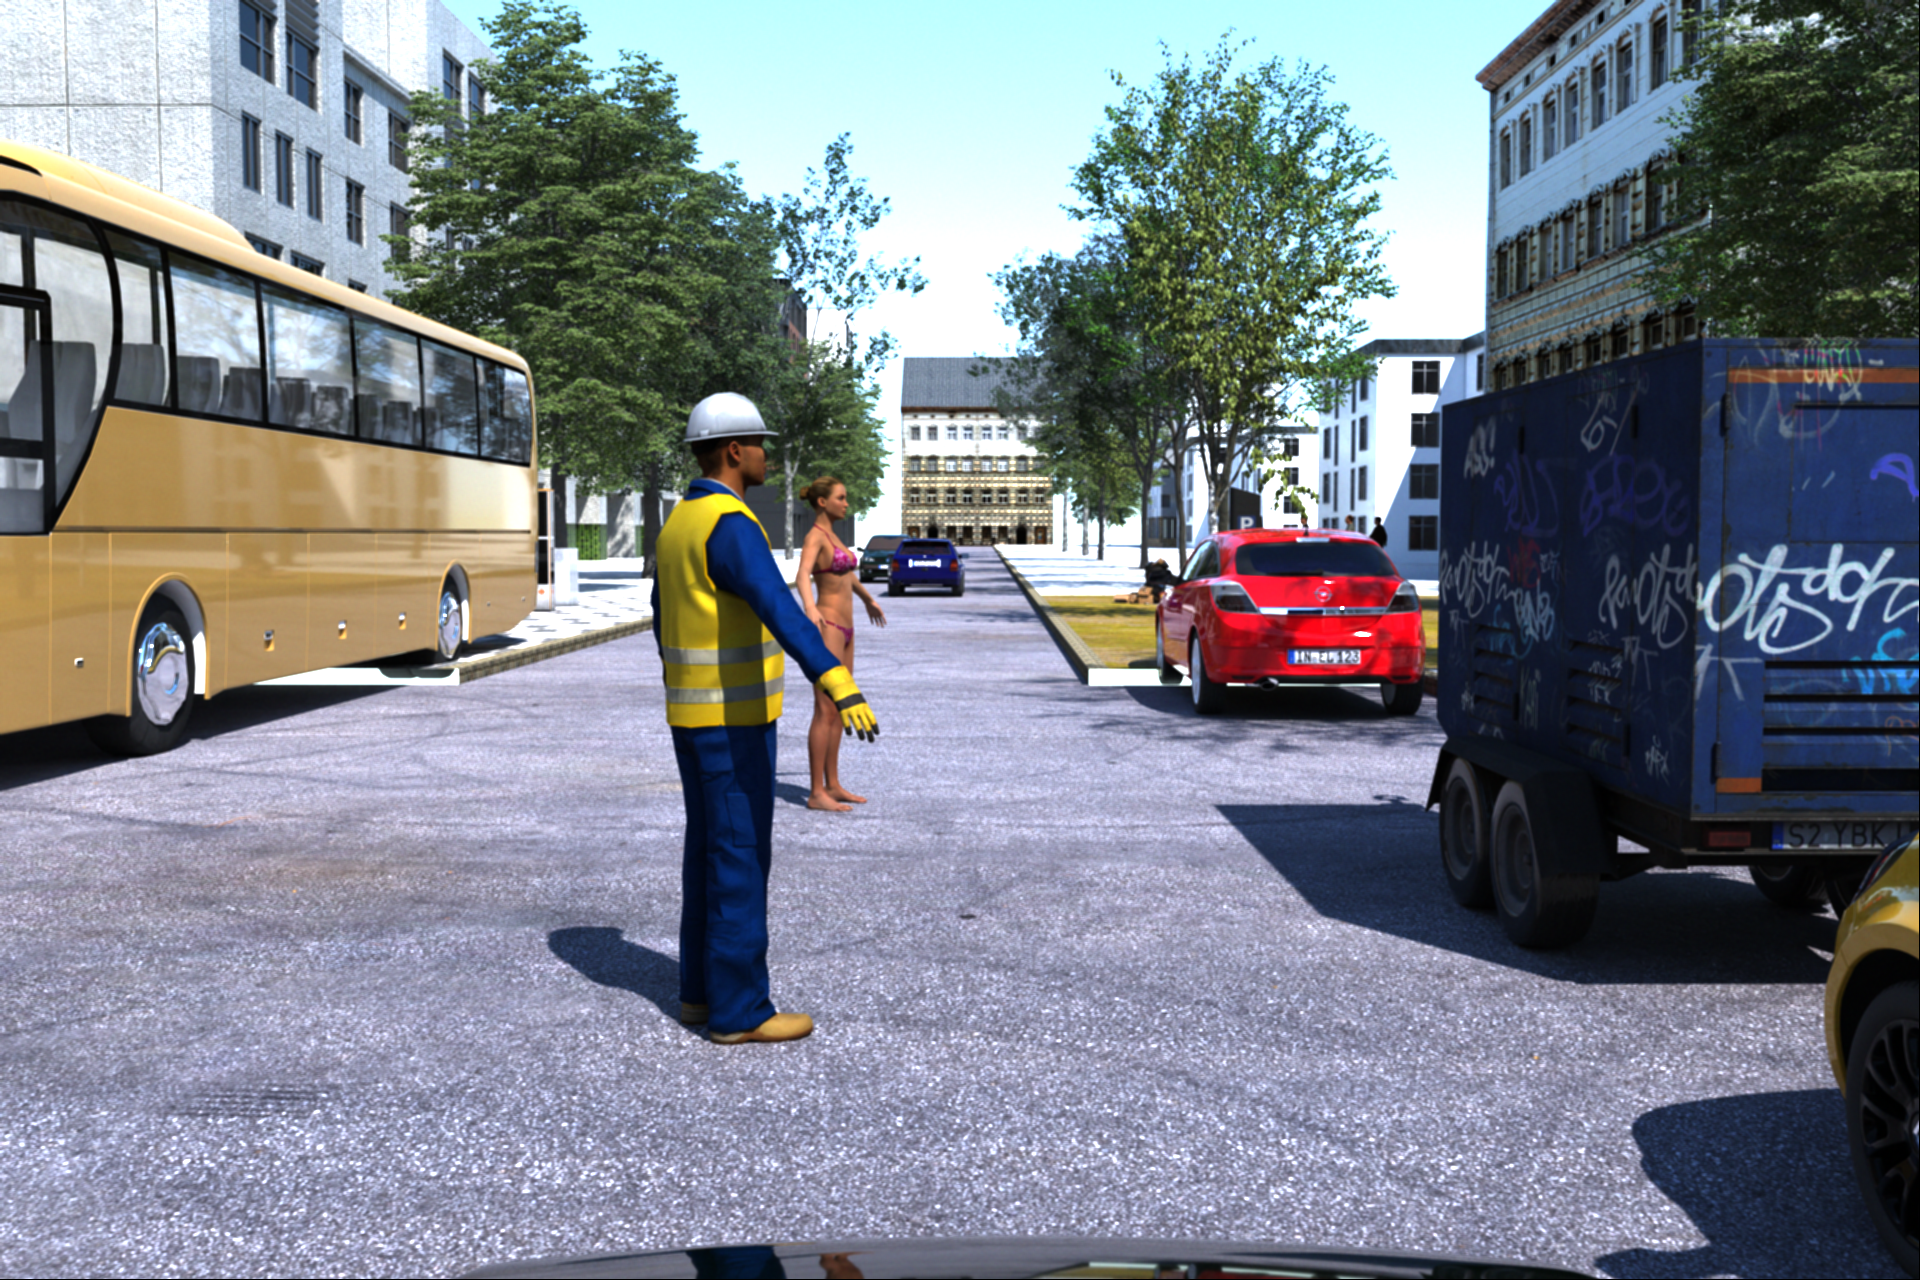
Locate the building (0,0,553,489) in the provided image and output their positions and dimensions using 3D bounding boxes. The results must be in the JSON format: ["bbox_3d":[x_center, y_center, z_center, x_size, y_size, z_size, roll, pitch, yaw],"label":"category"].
[{"bbox_3d":[-25.572,-11.623,56.497,16.747,18.905,31.486,0,4,1],"label":"building"}]

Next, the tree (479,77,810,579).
[{"bbox_3d":[-8.714,-8.716,49.156,9.857,13.997,8.962,0,3,0],"label":"tree"}]

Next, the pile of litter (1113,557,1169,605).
[{"bbox_3d":[3.433,-1.118,32.237,1.176,0.858,1.719,0,4,1],"label":"pile of litter"}]

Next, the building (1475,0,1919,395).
[{"bbox_3d":[26.615,-13.293,48.266,19.493,23.208,18.063,0,4,1],"label":"building"}]

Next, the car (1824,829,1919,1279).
[{"bbox_3d":[2.634,0.498,2.088,2.015,1.641,3.980,0,4,1],"label":"car"}]

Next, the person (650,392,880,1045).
[{"bbox_3d":[-0.642,0.210,4.989,0.705,1.833,1.349,-2,4,-30],"label":"person"}]

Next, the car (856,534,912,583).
[{"bbox_3d":[-2.085,-2.596,52.230,2.009,1.686,4.222,0,4,0],"label":"car"}]

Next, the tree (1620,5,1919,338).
[{"bbox_3d":[17.258,-6.675,34.890,9.928,11.665,9.643,0,3,0],"label":"tree"}]

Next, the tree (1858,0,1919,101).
[{"bbox_3d":[8.424,-6.061,9.460,12.009,13.543,11.850,0,3,0],"label":"tree"}]

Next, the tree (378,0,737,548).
[{"bbox_3d":[-8.778,-7.310,37.650,7.486,12.596,7.792,0,3,0],"label":"tree"}]

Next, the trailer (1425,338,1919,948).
[{"bbox_3d":[2.622,0.002,7.024,1.471,1.999,3.904,0,4,0],"label":"trailer"}]

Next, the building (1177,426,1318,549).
[{"bbox_3d":[24.551,-12.614,148.388,9.099,9.664,28.070,0,4,1],"label":"building"}]

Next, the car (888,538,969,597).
[{"bbox_3d":[-0.765,-1.735,40.942,1.945,1.354,3.894,0,4,1],"label":"car"}]

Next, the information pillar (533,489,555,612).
[{"bbox_3d":[-6.857,-1.468,28.500,0.304,2.012,0.304,0,4,2],"label":"information pillar"}]

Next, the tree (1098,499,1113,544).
[{"bbox_3d":[18.753,-16.114,213.819,4.360,8.622,3.978,0,3,0],"label":"tree"}]

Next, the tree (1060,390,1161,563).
[{"bbox_3d":[6.610,-7.698,76.226,4.737,8.622,4.395,0,3,0],"label":"tree"}]

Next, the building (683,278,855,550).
[{"bbox_3d":[-24.283,-19.002,154.661,27.936,21.610,32.646,0,3,0],"label":"building"}]

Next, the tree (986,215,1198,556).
[{"bbox_3d":[8.179,-14.947,100.279,12.611,20.169,13.585,0,3,0],"label":"tree"}]

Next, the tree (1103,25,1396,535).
[{"bbox_3d":[3.914,-4.604,25.637,4.737,8.622,4.395,0,3,0],"label":"tree"}]

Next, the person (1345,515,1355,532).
[{"bbox_3d":[10.554,-2.495,47.069,0.705,1.796,1.348,2,4,24],"label":"person"}]

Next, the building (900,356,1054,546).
[{"bbox_3d":[2.100,-23.225,213.110,18.063,23.208,19.493,0,4,0],"label":"building"}]

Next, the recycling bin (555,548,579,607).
[{"bbox_3d":[-7.257,-1.125,30.950,0.722,1.027,0.722,0,4,2],"label":"recycling bin"}]

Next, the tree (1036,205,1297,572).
[{"bbox_3d":[6.122,-7.027,49.307,7.601,10.594,8.767,2,4,25],"label":"tree"}]

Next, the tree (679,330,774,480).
[{"bbox_3d":[-9.346,-6.815,61.794,4.360,8.622,3.978,0,3,0],"label":"tree"}]

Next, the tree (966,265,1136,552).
[{"bbox_3d":[6.823,-16.283,122.108,12.611,20.169,13.585,0,3,0],"label":"tree"}]

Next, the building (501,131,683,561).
[{"bbox_3d":[-25.745,-13.806,92.179,16.747,18.905,31.486,0,4,0],"label":"building"}]

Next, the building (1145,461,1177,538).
[{"bbox_3d":[25.615,-20.582,192.943,16.016,20.090,11.380,0,4,1],"label":"building"}]

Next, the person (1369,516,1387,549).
[{"bbox_3d":[12.520,-2.806,52.008,0.704,1.812,1.346,3,5,41],"label":"person"}]

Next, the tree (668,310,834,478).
[{"bbox_3d":[-8.707,-8.266,69.567,8.767,10.594,7.601,1,4,19],"label":"tree"}]

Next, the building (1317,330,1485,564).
[{"bbox_3d":[22.387,-8.102,74.609,9.099,9.664,28.070,0,4,1],"label":"building"}]

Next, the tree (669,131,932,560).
[{"bbox_3d":[-7.771,-13.871,82.679,12.611,20.169,13.585,0,3,0],"label":"tree"}]

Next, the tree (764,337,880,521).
[{"bbox_3d":[-8.318,-11.167,100.715,7.486,12.596,7.792,0,3,0],"label":"tree"}]

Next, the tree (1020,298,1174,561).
[{"bbox_3d":[6.594,-10.148,84.050,7.486,12.596,7.792,0,3,0],"label":"tree"}]

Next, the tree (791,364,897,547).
[{"bbox_3d":[-7.937,-12.080,115.630,7.486,12.596,7.792,0,3,0],"label":"tree"}]

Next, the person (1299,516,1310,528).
[{"bbox_3d":[9.467,-2.561,47.810,0.705,1.837,1.347,-1,4,-9],"label":"person"}]

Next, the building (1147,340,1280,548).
[{"bbox_3d":[24.159,-19.541,175.920,16.016,20.090,11.380,0,4,1],"label":"building"}]

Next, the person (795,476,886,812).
[{"bbox_3d":[-0.607,0.011,9.075,0.721,1.733,1.217,1,4,13],"label":"person"}]

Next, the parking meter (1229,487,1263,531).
[{"bbox_3d":[3.574,-0.975,21.657,0.399,1.863,0.255,0,4,1],"label":"parking meter"}]

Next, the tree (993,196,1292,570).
[{"bbox_3d":[6.705,-9.307,62.532,12.009,13.543,11.850,0,3,0],"label":"tree"}]

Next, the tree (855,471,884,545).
[{"bbox_3d":[-13.164,-17.339,209.255,9.928,11.665,9.643,0,3,0],"label":"tree"}]

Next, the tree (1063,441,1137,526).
[{"bbox_3d":[17.052,-18.353,206.729,9.857,13.997,8.962,0,3,0],"label":"tree"}]

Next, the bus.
[{"bbox_3d":[-6.319,-1.400,14.441,2.896,3.916,12.252,0,4,1],"label":"bus"}]

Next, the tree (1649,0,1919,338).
[{"bbox_3d":[13.604,-6.498,24.370,7.486,12.596,7.792,0,3,0],"label":"tree"}]

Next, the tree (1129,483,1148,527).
[{"bbox_3d":[23.291,-16.116,213.852,4.360,8.622,3.978,0,3,0],"label":"tree"}]

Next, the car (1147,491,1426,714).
[{"bbox_3d":[2.775,-0.380,15.256,2.155,1.783,4.494,0,4,1],"label":"car"}]

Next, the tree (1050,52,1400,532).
[{"bbox_3d":[5.856,-6.908,38.695,9.928,11.665,9.643,0,3,0],"label":"tree"}]
